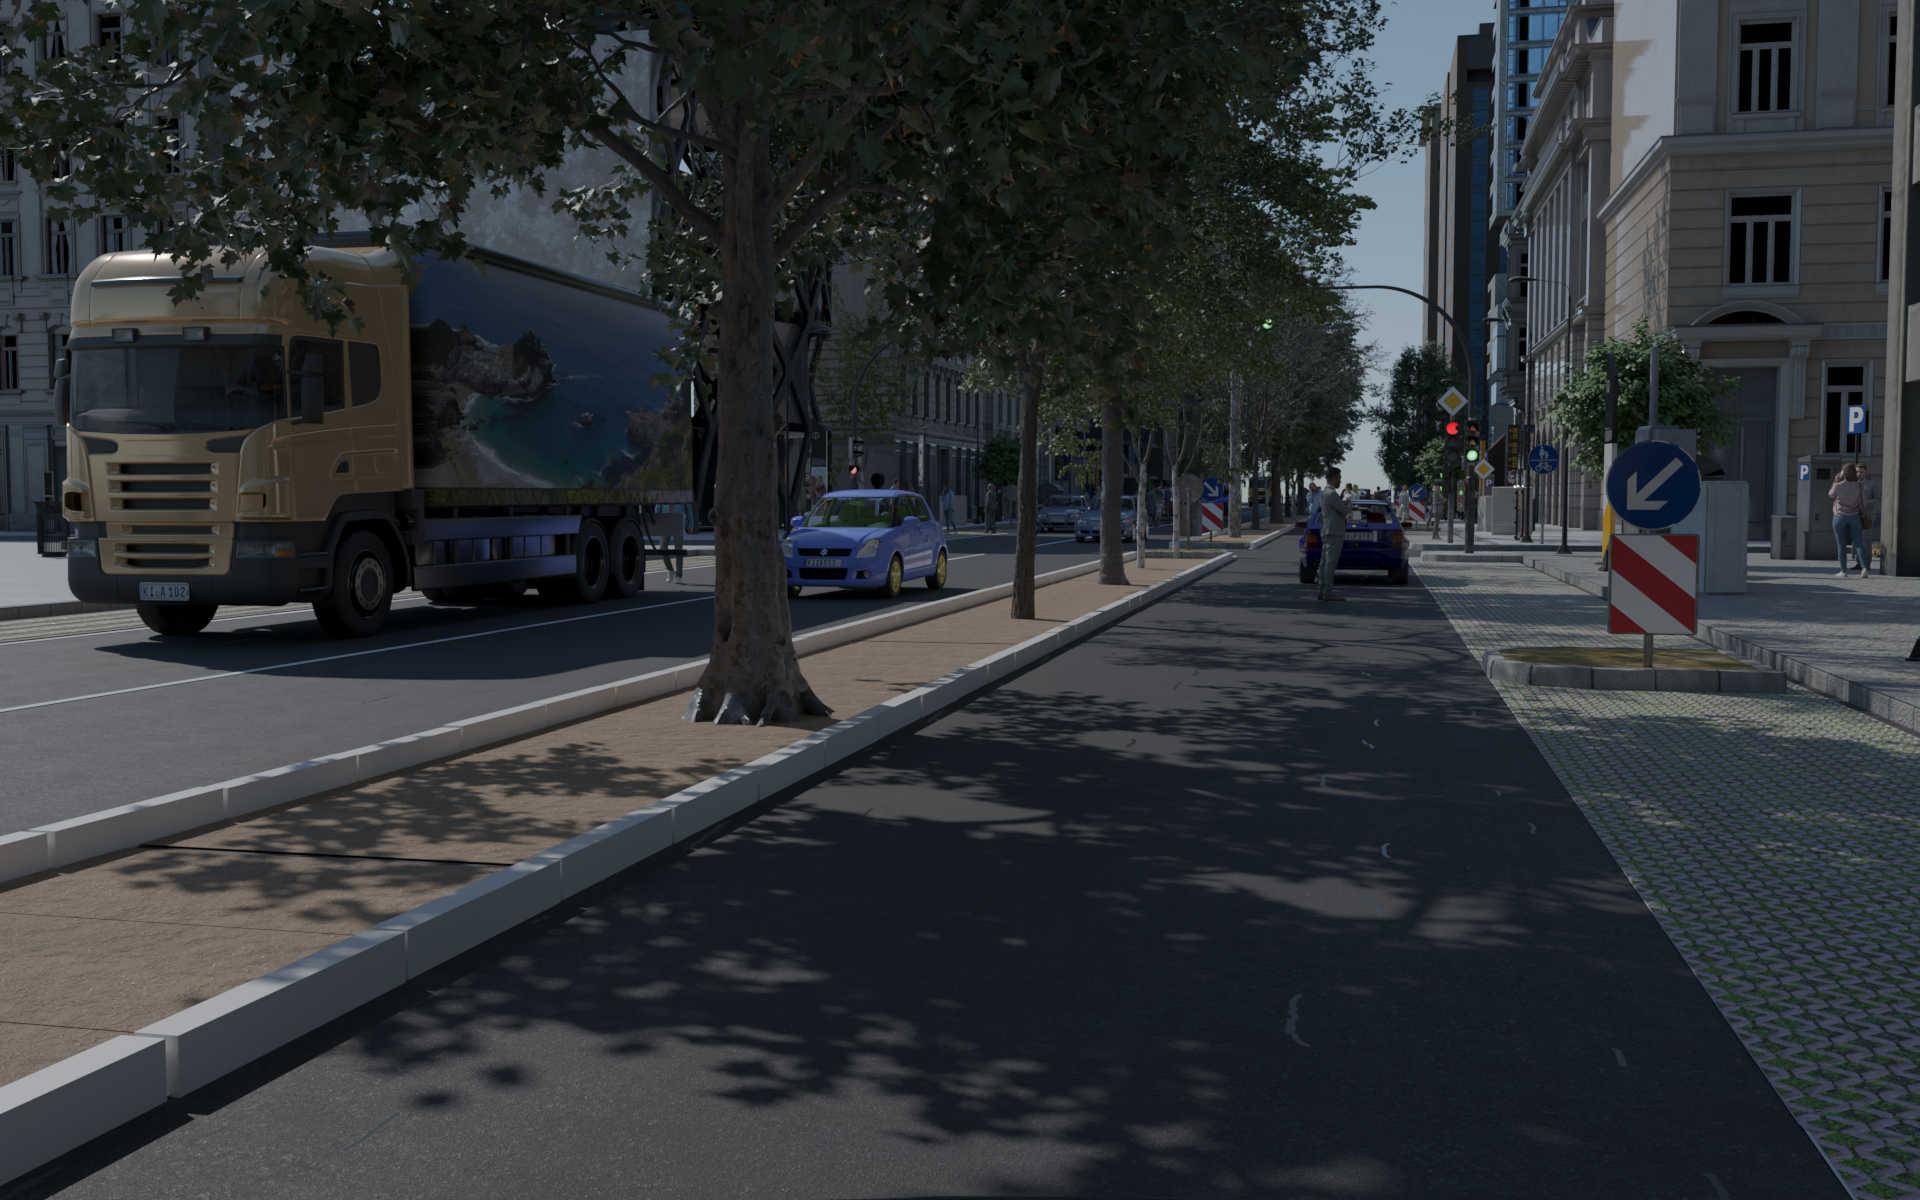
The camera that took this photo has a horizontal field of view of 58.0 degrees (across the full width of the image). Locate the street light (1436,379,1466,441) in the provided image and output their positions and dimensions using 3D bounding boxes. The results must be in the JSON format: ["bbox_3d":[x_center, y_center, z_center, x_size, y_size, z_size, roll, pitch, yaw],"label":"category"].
[{"bbox_3d":[20.155,-5.968,70.117,1.470,5.913,1.316,1,4,13],"label":"street light"}]

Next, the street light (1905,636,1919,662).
[{"bbox_3d":[6.929,-2.491,13.266,1.470,5.913,1.316,1,4,13],"label":"street light"}]

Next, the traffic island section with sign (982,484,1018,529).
[{"bbox_3d":[2.054,-3.794,70.659,1.989,1.847,2.006,1,4,13],"label":"traffic island section with sign"}]

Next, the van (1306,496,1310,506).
[{"bbox_3d":[42.525,-12.719,214.969,2.013,2.044,4.112,1,4,13],"label":"van"}]

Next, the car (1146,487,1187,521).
[{"bbox_3d":[11.442,-5.288,95.138,2.281,1.827,5.304,1,4,14],"label":"car"}]

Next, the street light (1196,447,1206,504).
[{"bbox_3d":[23.889,-12.139,171.014,1.470,5.913,1.316,1,4,13],"label":"street light"}]

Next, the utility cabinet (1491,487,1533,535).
[{"bbox_3d":[16.927,-2.717,53.109,1.173,1.500,0.318,1,4,15],"label":"utility cabinet"}]

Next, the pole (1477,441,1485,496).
[{"bbox_3d":[19.984,-4.430,66.271,0.158,3.312,0.155,0,3,0],"label":"pole"}]

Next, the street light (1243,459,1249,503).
[{"bbox_3d":[37.310,-15.690,229.077,1.470,5.913,1.316,1,4,13],"label":"street light"}]

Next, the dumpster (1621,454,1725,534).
[{"bbox_3d":[10.217,-1.170,24.887,1.264,1.857,1.865,1,4,13],"label":"dumpster"}]

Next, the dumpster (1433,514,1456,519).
[{"bbox_3d":[25.660,-5.250,91.589,1.264,1.857,1.865,1,4,13],"label":"dumpster"}]

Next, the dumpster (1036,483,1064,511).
[{"bbox_3d":[4.820,-5.304,92.475,1.264,1.857,1.865,1,4,13],"label":"dumpster"}]

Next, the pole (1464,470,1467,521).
[{"bbox_3d":[23.905,-5.376,81.743,0.158,3.312,0.155,0,3,0],"label":"pole"}]

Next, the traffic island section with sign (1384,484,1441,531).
[{"bbox_3d":[17.594,-3.583,67.217,1.989,1.847,2.006,1,4,13],"label":"traffic island section with sign"}]

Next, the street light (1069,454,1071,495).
[{"bbox_3d":[6.698,-7.627,97.242,1.470,5.913,1.316,1,4,13],"label":"street light"}]

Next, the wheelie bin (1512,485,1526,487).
[{"bbox_3d":[19.528,-3.225,60.642,0.693,1.594,0.980,-2,4,-26],"label":"wheelie bin"}]

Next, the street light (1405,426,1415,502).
[{"bbox_3d":[31.678,-9.021,120.034,1.470,5.913,1.316,1,4,13],"label":"street light"}]

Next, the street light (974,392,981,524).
[{"bbox_3d":[1.280,-6.160,73.265,1.470,5.913,1.316,1,4,13],"label":"street light"}]

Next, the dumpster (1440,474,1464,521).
[{"bbox_3d":[23.815,-4.953,83.470,1.502,2.255,1.985,1,4,13],"label":"dumpster"}]

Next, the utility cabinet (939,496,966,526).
[{"bbox_3d":[-0.340,-3.584,69.758,1.020,1.237,0.306,-3,4,-37],"label":"utility cabinet"}]

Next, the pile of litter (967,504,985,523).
[{"bbox_3d":[0.813,-3.878,77.368,1.176,0.858,1.719,0,4,-4],"label":"pile of litter"}]

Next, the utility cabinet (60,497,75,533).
[{"bbox_3d":[-29.329,-2.816,57.204,0.306,1.237,1.020,0,4,-3],"label":"utility cabinet"}]

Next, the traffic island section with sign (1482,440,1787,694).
[{"bbox_3d":[5.146,-0.297,13.476,1.989,1.847,2.006,1,4,13],"label":"traffic island section with sign"}]

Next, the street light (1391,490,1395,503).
[{"bbox_3d":[42.721,-11.967,168.198,1.470,5.913,1.316,1,4,13],"label":"street light"}]

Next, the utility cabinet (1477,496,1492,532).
[{"bbox_3d":[17.979,-2.941,59.244,0.306,1.237,1.020,0,4,1],"label":"utility cabinet"}]

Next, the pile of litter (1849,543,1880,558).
[{"bbox_3d":[19.034,-1.293,35.107,1.176,0.858,1.719,-3,5,-44],"label":"pile of litter"}]

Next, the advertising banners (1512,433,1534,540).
[{"bbox_3d":[15.928,-3.220,48.842,0.090,3.025,2.074,2,4,30],"label":"advertising banners"}]

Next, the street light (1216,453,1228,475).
[{"bbox_3d":[29.375,-13.597,194.846,1.470,5.913,1.316,1,4,13],"label":"street light"}]

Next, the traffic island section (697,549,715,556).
[{"bbox_3d":[-4.793,-1.153,41.128,2.009,0.180,2.903,1,4,13],"label":"traffic island section"}]

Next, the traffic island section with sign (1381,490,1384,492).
[{"bbox_3d":[23.769,-5.216,93.901,1.989,1.847,2.006,1,4,13],"label":"traffic island section with sign"}]

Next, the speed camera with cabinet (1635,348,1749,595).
[{"bbox_3d":[9.646,-1.745,22.874,0.660,3.252,2.038,0,4,-4],"label":"speed camera with cabinet"}]

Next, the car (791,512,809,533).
[{"bbox_3d":[-2.344,-1.626,38.591,2.014,1.417,4.499,1,4,15],"label":"car"}]

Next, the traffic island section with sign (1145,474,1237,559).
[{"bbox_3d":[5.095,-1.893,39.089,2.006,1.907,1.989,1,4,13],"label":"traffic island section with sign"}]

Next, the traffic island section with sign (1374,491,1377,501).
[{"bbox_3d":[35.100,-8.207,142.811,1.989,1.847,2.006,1,4,13],"label":"traffic island section with sign"}]

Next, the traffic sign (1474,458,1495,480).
[{"bbox_3d":[19.306,-3.921,63.839,0.795,2.593,0.064,1,4,19],"label":"traffic sign"}]

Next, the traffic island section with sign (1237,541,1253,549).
[{"bbox_3d":[6.776,-2.334,46.304,2.006,1.907,1.989,1,4,13],"label":"traffic island section with sign"}]

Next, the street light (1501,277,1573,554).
[{"bbox_3d":[12.411,-3.944,37.029,1.470,5.913,1.316,1,4,13],"label":"street light"}]

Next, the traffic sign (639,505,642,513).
[{"bbox_3d":[-7.244,-2.398,39.321,0.768,2.556,0.104,1,4,20],"label":"traffic sign"}]

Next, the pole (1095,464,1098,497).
[{"bbox_3d":[9.399,-7.650,118.918,0.158,3.312,0.155,0,3,0],"label":"pole"}]

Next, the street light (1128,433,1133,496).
[{"bbox_3d":[12.811,-9.239,123.592,1.470,5.913,1.316,1,4,13],"label":"street light"}]

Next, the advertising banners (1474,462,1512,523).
[{"bbox_3d":[23.250,-4.844,75.393,2.074,3.025,0.090,2,4,32],"label":"advertising banners"}]

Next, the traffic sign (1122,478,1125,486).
[{"bbox_3d":[11.044,-7.344,120.177,0.768,2.556,0.104,1,4,15],"label":"traffic sign"}]

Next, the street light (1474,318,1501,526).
[{"bbox_3d":[14.425,-4.470,45.621,1.470,5.913,1.316,1,4,13],"label":"street light"}]

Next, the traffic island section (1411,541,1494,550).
[{"bbox_3d":[12.832,-1.405,45.254,2.009,0.180,2.903,1,4,13],"label":"traffic island section"}]

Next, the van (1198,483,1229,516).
[{"bbox_3d":[14.112,-5.464,93.724,2.240,2.365,5.245,1,4,11],"label":"van"}]

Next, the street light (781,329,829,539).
[{"bbox_3d":[-4.370,-4.675,48.981,1.470,5.913,1.316,1,4,13],"label":"street light"}]

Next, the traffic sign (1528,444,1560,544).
[{"bbox_3d":[14.972,-2.713,44.467,0.768,2.556,0.104,1,4,21],"label":"traffic sign"}]

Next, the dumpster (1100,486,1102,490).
[{"bbox_3d":[9.533,-6.474,111.613,1.264,1.857,1.865,1,4,13],"label":"dumpster"}]

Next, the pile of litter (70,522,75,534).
[{"bbox_3d":[-27.830,-2.528,55.299,1.176,0.858,1.719,-1,4,-21],"label":"pile of litter"}]

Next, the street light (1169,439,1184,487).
[{"bbox_3d":[18.376,-10.688,147.297,1.470,5.913,1.316,1,4,13],"label":"street light"}]

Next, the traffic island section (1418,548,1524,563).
[{"bbox_3d":[11.030,-0.929,37.473,2.009,0.180,2.903,1,4,13],"label":"traffic island section"}]

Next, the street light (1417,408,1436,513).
[{"bbox_3d":[25.623,-7.423,93.910,1.470,5.913,1.316,1,4,13],"label":"street light"}]

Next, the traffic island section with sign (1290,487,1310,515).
[{"bbox_3d":[23.716,-6.812,119.515,2.006,1.907,1.989,1,4,13],"label":"traffic island section with sign"}]
